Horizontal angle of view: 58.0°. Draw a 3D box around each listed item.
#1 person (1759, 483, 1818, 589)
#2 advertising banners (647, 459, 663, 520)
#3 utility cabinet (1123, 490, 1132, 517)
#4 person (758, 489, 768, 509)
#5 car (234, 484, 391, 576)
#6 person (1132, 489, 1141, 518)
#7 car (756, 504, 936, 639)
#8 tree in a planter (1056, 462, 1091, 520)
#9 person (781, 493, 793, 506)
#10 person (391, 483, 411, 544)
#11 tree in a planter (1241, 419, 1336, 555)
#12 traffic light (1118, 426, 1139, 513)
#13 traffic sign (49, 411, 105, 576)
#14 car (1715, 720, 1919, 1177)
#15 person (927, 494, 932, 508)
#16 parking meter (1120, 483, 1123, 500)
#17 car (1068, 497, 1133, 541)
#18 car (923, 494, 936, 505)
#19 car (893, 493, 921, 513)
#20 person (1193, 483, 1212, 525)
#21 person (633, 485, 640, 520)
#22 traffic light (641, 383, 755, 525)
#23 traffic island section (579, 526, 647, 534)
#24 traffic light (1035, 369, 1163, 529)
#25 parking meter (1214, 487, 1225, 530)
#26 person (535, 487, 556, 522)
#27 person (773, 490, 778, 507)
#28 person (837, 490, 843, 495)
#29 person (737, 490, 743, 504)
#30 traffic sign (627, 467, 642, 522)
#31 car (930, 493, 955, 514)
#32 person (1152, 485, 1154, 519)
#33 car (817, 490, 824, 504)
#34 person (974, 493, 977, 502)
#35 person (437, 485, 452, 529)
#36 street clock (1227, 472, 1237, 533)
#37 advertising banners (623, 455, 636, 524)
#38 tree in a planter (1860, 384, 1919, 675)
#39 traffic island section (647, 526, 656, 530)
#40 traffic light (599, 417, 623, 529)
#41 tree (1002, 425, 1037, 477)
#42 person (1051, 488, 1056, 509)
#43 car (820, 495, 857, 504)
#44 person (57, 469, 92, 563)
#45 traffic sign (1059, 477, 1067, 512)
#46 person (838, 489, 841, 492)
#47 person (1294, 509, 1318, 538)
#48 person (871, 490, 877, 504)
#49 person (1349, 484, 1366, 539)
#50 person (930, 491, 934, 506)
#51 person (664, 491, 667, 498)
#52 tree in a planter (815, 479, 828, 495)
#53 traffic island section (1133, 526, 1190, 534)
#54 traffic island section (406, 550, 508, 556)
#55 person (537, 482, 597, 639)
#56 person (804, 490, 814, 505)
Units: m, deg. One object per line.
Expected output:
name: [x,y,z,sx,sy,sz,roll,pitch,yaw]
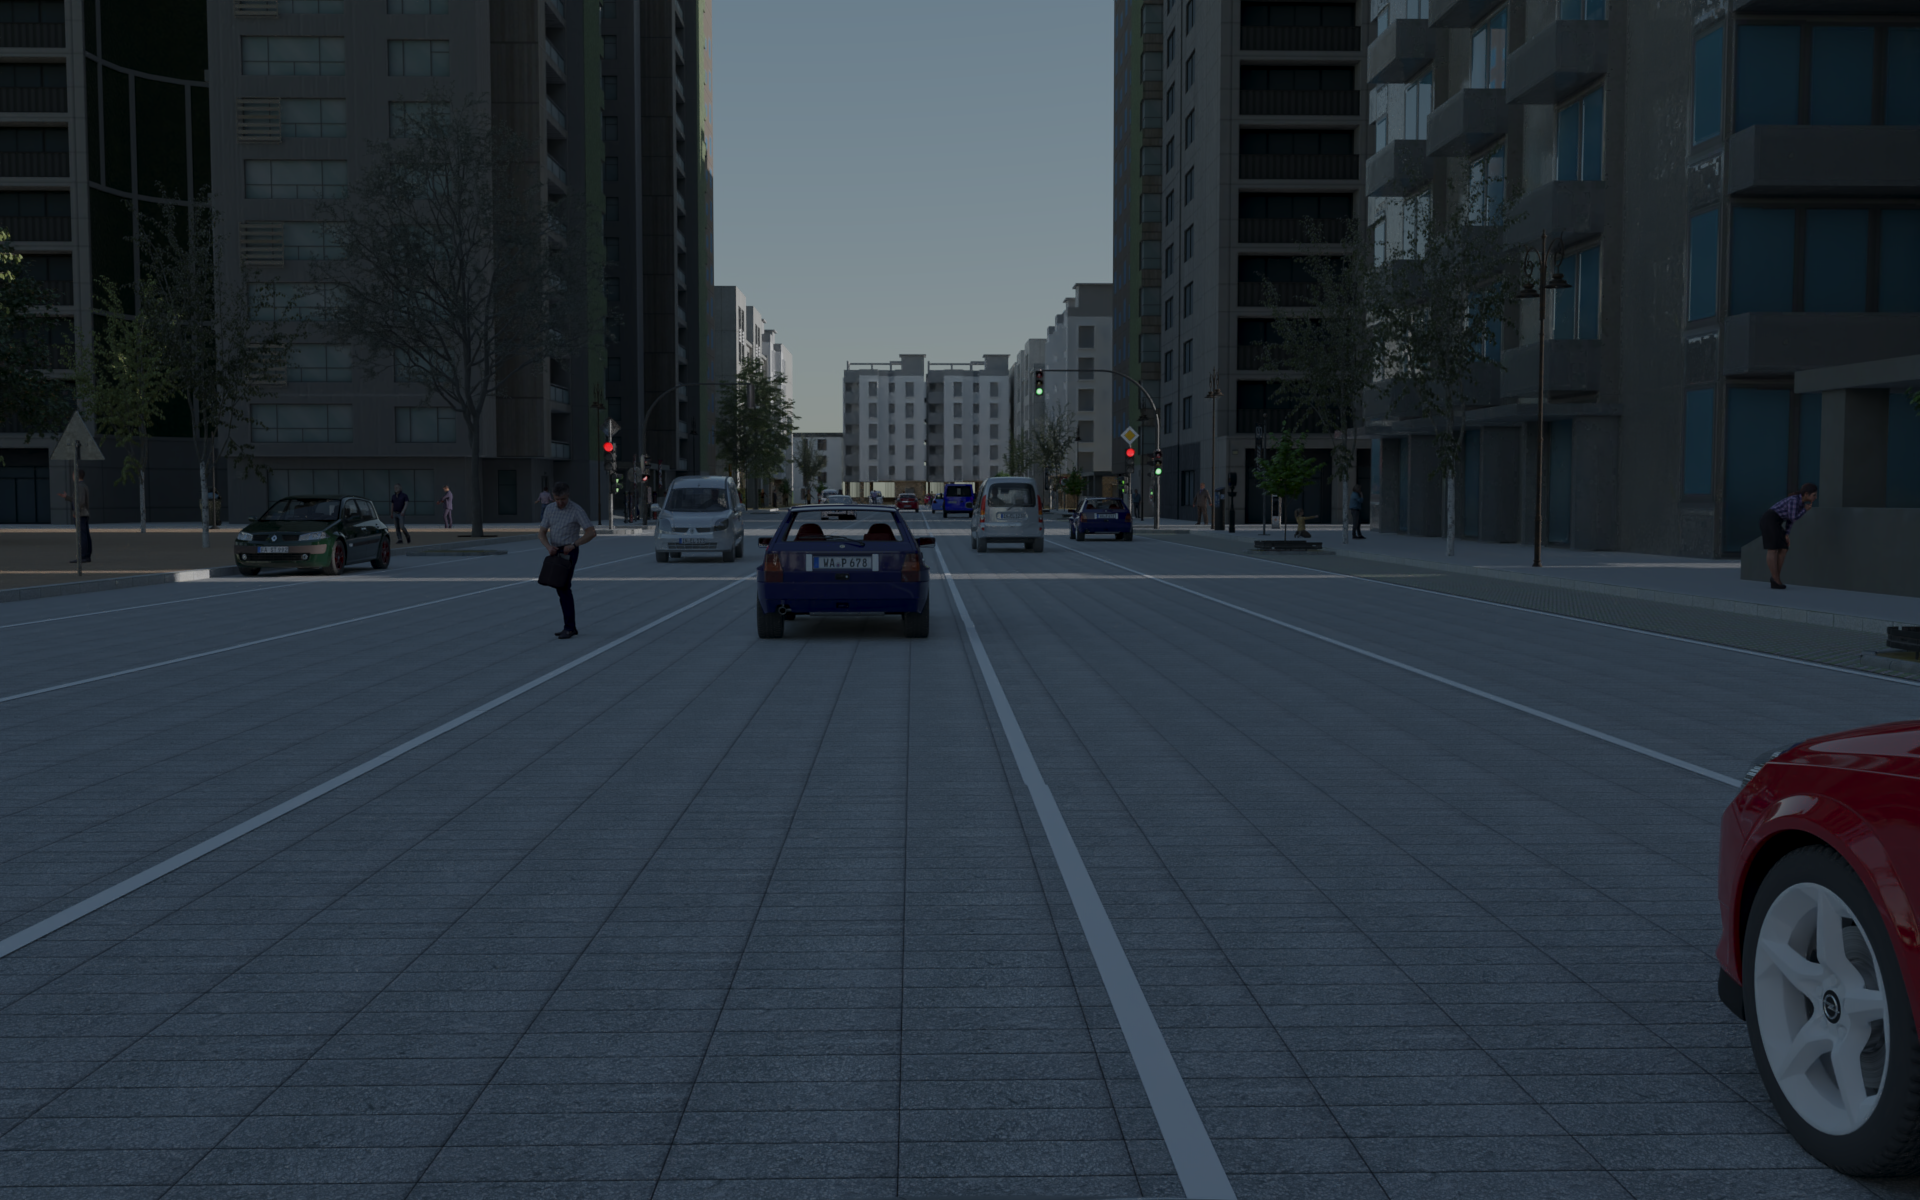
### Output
person: [11.136,-0.858,23.306,0.697,1.427,0.421,2,4,32]
advertising banners: [-15.269,-5.524,86.504,0.090,3.025,2.074,1,4,15]
utility cabinet: [8.438,-4.801,87.180,0.318,1.500,1.173,1,4,13]
person: [-17.550,-8.997,153.671,1.217,1.766,0.721,2,4,31]
car: [-11.792,-1.340,31.690,2.009,1.686,4.222,0,4,-1]
person: [9.341,-5.081,91.323,0.499,1.552,0.429,1,4,17]
car: [-1.219,-0.365,18.555,1.945,1.354,3.894,0,4,-3]
tree in a planter: [6.353,-6.053,96.193,1.991,3.239,1.994,0,4,-2]
person: [-18.013,-10.629,179.918,1.348,1.812,0.705,-3,4,-38]
person: [-14.335,-2.220,44.550,0.471,1.553,0.569,-3,4,-36]
tree in a planter: [7.803,-2.704,41.427,1.991,3.239,1.994,0,4,-2]
traffic light: [6.966,-5.044,71.392,0.839,4.253,0.868,0,4,-2]
traffic sign: [-13.766,-1.652,27.008,0.884,2.594,0.081,0,4,3]
car: [2.773,0.405,2.426,2.155,1.783,4.494,0,4,-3]
person: [-3.203,-10.358,181.080,0.991,1.433,0.599,2,4,35]
parking meter: [8.382,-5.074,88.672,0.399,1.863,0.255,0,4,-7]
car: [4.358,-2.523,53.837,1.945,1.354,3.894,0,4,-1]
car: [-3.632,-12.853,219.185,2.155,1.783,4.494,0,4,0]
car: [-4.132,-7.705,135.012,2.155,1.783,4.494,0,4,-3]
person: [10.049,-3.994,71.901,0.434,1.755,0.990,-3,5,-42]
person: [-15.967,-4.783,85.061,0.431,1.722,0.655,0,4,-1]
traffic light: [-10.799,-5.889,70.945,4.771,5.953,1.251,0,4,-2]
traffic island section: [-12.718,-2.491,63.006,2.009,0.180,2.903,0,4,-2]
traffic light: [5.087,-5.416,63.213,4.771,5.953,1.251,0,4,-2]
parking meter: [9.188,-3.230,61.222,0.372,1.533,0.369,0,3,0]
person: [-17.206,-3.912,71.967,0.963,1.587,0.435,0,4,-8]
person: [-17.734,-9.748,166.224,0.445,1.727,0.742,0,4,-2]
person: [-8.405,-6.914,122.214,0.621,1.740,0.551,2,4,25]
person: [-17.367,-7.879,136.576,0.444,1.614,0.593,-2,4,-27]
traffic sign: [-15.036,-4.901,80.243,0.768,2.556,0.104,0,4,4]
car: [-1.236,-7.235,127.889,1.945,1.707,3.694,0,4,-2]
person: [10.088,-5.059,89.474,0.376,1.734,0.841,0,4,3]
car: [-12.678,-9.751,168.107,2.281,1.827,5.304,0,4,-1]
person: [1.425,-10.632,183.131,0.742,1.727,0.445,-3,5,-45]
person: [-19.985,-3.559,67.145,0.568,1.767,0.683,0,4,-5]
street clock: [9.008,-3.226,57.319,0.358,2.002,0.471,0,4,-2]
advertising banners: [-14.510,-4.899,76.281,0.090,3.025,2.074,0,4,5]
tree in a planter: [8.518,-1.026,13.999,1.991,3.239,1.994,0,4,-2]
traffic island section: [-12.928,-2.979,70.989,2.009,0.180,2.903,0,4,-2]
traffic light: [-12.678,-4.523,62.873,0.839,4.253,0.868,0,4,-2]
tree: [6.212,-14.345,184.911,4.737,8.622,4.395,0,3,0]
person: [7.820,-8.436,144.125,0.875,1.805,0.789,-3,5,-42]
car: [-6.722,-5.132,96.275,2.083,1.381,4.827,0,4,-1]
person: [-16.618,-1.580,32.411,0.750,1.759,0.617,0,4,-1]
traffic sign: [7.637,-7.744,126.727,0.768,2.556,0.104,0,4,-1]
person: [-9.414,-7.795,136.076,0.434,1.807,0.598,1,4,23]
person: [10.105,-2.245,50.667,0.695,0.859,0.347,-1,4,-18]
person: [-8.260,-9.786,168.369,0.709,1.838,0.599,1,4,10]
person: [11.206,-2.486,48.902,0.429,1.552,0.499,2,4,32]
person: [-3.461,-12.570,214.027,0.705,1.823,1.348,-2,4,-29]
person: [-16.123,-5.322,96.285,0.697,1.427,0.421,0,4,3]
tree in a planter: [-16.003,-12.411,200.139,1.991,3.239,1.994,0,4,-2]
traffic island section: [7.217,-2.523,63.524,2.009,0.180,2.903,0,4,-2]
traffic island section: [-11.810,-1.106,40.946,1.991,0.108,1.994,0,4,-2]
person: [-3.921,-0.403,17.303,0.614,1.554,0.590,1,4,20]
person: [-13.792,-9.156,158.299,0.705,1.812,1.348,3,5,39]
